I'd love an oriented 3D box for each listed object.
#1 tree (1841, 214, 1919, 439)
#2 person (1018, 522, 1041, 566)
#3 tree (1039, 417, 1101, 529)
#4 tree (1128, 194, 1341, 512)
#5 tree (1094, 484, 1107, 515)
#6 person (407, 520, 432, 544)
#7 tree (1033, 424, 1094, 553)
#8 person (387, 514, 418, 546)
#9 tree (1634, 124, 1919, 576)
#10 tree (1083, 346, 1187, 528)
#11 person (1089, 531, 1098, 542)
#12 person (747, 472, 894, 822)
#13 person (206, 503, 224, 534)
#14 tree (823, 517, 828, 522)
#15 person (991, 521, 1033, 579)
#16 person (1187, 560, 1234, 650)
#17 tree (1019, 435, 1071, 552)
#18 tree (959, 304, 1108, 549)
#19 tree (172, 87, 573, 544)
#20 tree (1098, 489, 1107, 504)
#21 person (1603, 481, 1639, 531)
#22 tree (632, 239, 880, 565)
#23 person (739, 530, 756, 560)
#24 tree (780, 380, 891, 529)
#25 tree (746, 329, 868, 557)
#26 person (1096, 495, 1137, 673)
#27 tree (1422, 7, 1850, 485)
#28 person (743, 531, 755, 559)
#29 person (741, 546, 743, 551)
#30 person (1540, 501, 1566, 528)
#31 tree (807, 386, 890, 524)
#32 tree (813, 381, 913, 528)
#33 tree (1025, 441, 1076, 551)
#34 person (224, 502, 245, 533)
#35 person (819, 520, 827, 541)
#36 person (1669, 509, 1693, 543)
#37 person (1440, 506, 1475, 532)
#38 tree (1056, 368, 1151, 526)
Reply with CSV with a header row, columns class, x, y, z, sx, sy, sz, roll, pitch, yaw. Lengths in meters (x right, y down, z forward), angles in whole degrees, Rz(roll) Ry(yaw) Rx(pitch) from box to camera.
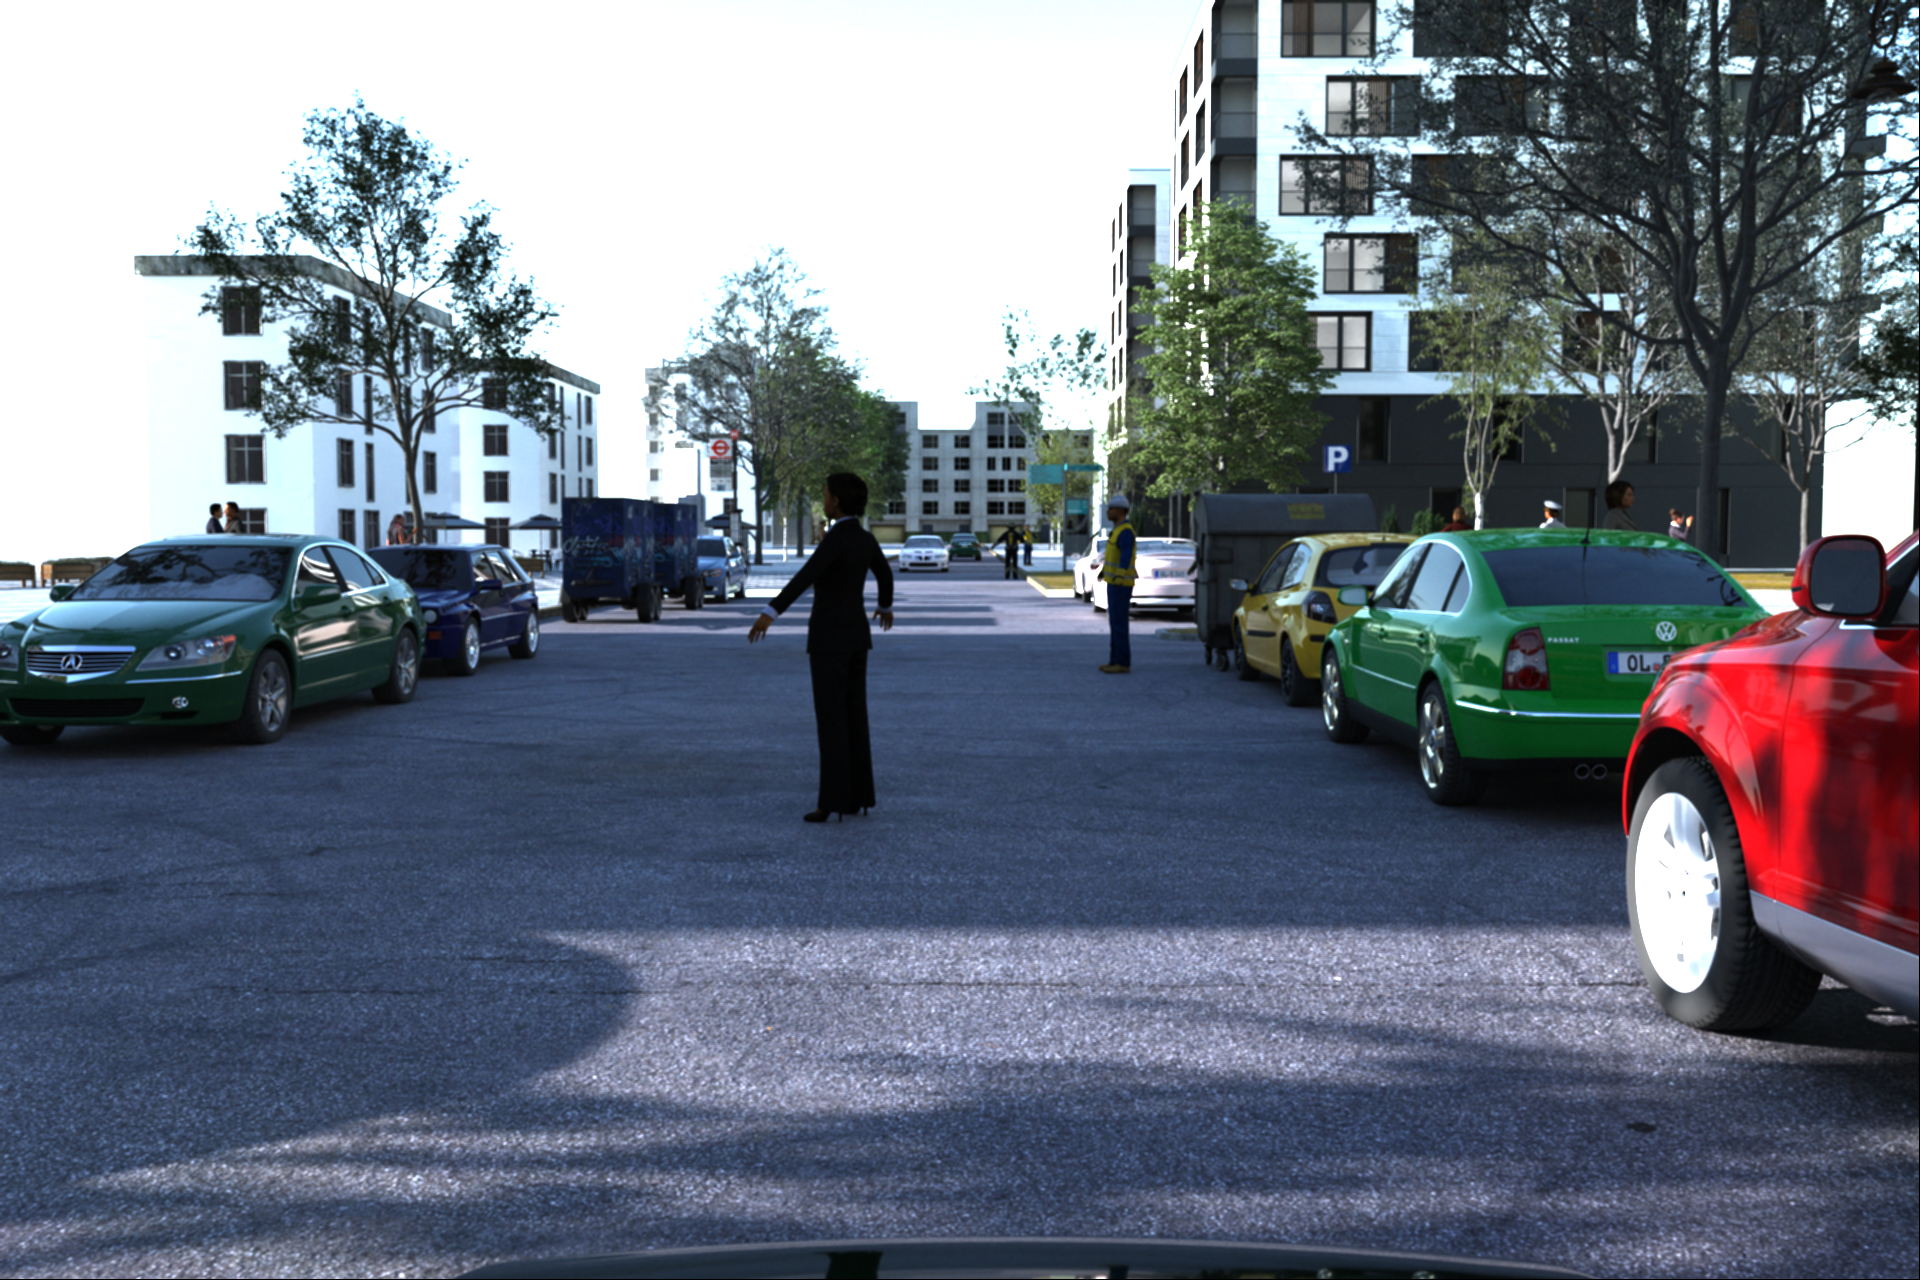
class,x,y,z,sx,sy,sz,roll,pitch,yaw
tree,24.665,-6.509,40.835,7.601,10.594,8.767,0,4,3
person,2.810,-3.914,70.458,1.216,1.772,0.721,-3,5,-41
tree,7.029,-9.671,108.490,4.360,8.622,3.978,0,3,0
tree,9.200,-8.587,58.528,7.486,12.596,7.792,0,3,0
tree,20.393,-17.501,236.510,4.360,8.622,3.978,0,3,0
person,-18.355,-3.211,58.623,0.704,1.817,1.347,1,4,19
tree,6.912,-10.152,116.346,4.737,8.622,4.395,0,3,0
person,-10.146,-1.471,31.568,0.593,1.643,0.415,0,4,-5
tree,25.781,-8.704,52.688,12.009,13.543,11.850,0,3,0
tree,6.644,-7.200,68.079,4.360,8.622,3.978,0,3,0
person,6.207,-4.178,74.531,1.346,1.802,0.704,0,4,7
person,-0.661,0.028,8.728,0.721,1.740,1.216,2,4,29
person,-13.112,-1.503,30.630,0.704,1.823,1.345,-2,4,-29
tree,-20.050,-19.313,233.899,7.486,12.596,7.792,0,3,0
person,1.639,-2.862,55.036,1.354,1.856,0.705,0,4,8
person,3.304,-0.794,21.585,0.704,1.812,1.346,-2,4,-27
tree,6.555,-10.750,126.129,4.737,8.622,4.395,0,3,0
tree,6.252,-17.637,144.258,12.611,20.169,13.585,0,3,0
tree,-11.714,-6.254,36.667,7.601,10.594,8.767,1,4,21
tree,20.565,-17.245,232.318,4.737,8.622,4.395,0,3,0
person,5.740,-0.496,14.867,0.721,1.744,1.215,2,4,34
tree,-8.214,-9.852,71.448,12.009,13.543,11.850,0,3,0
person,-9.350,-4.213,75.066,1.347,1.806,0.705,1,4,9
tree,-8.172,-11.227,109.321,9.928,11.665,9.643,0,3,0
tree,-8.565,-10.861,95.703,7.486,12.596,7.792,0,3,0
person,1.617,-0.583,17.965,0.705,1.833,1.349,0,4,-3
tree,15.587,-7.977,40.786,12.009,13.543,11.850,0,3,0
person,-9.756,-4.420,78.209,1.347,1.837,0.705,1,4,20
person,-6.727,-2.540,50.802,0.599,1.433,0.991,3,5,43
person,8.773,-1.189,25.896,1.216,1.778,0.721,-1,4,-21
tree,-8.855,-13.069,131.811,7.486,12.596,7.792,0,3,0
tree,-8.467,-14.628,145.828,9.857,13.997,8.962,0,3,0
tree,7.007,-11.212,133.685,4.737,8.622,4.395,0,3,0
person,-12.081,-1.386,28.726,0.705,1.821,1.348,-3,5,-41
person,-4.303,-2.999,55.831,0.721,1.733,1.217,1,4,10
person,12.855,-1.463,30.769,0.445,1.727,0.742,-1,4,-17
person,8.042,-1.298,28.025,1.215,1.729,0.721,0,4,5
tree,6.821,-7.718,76.559,4.360,8.622,3.978,0,3,0
